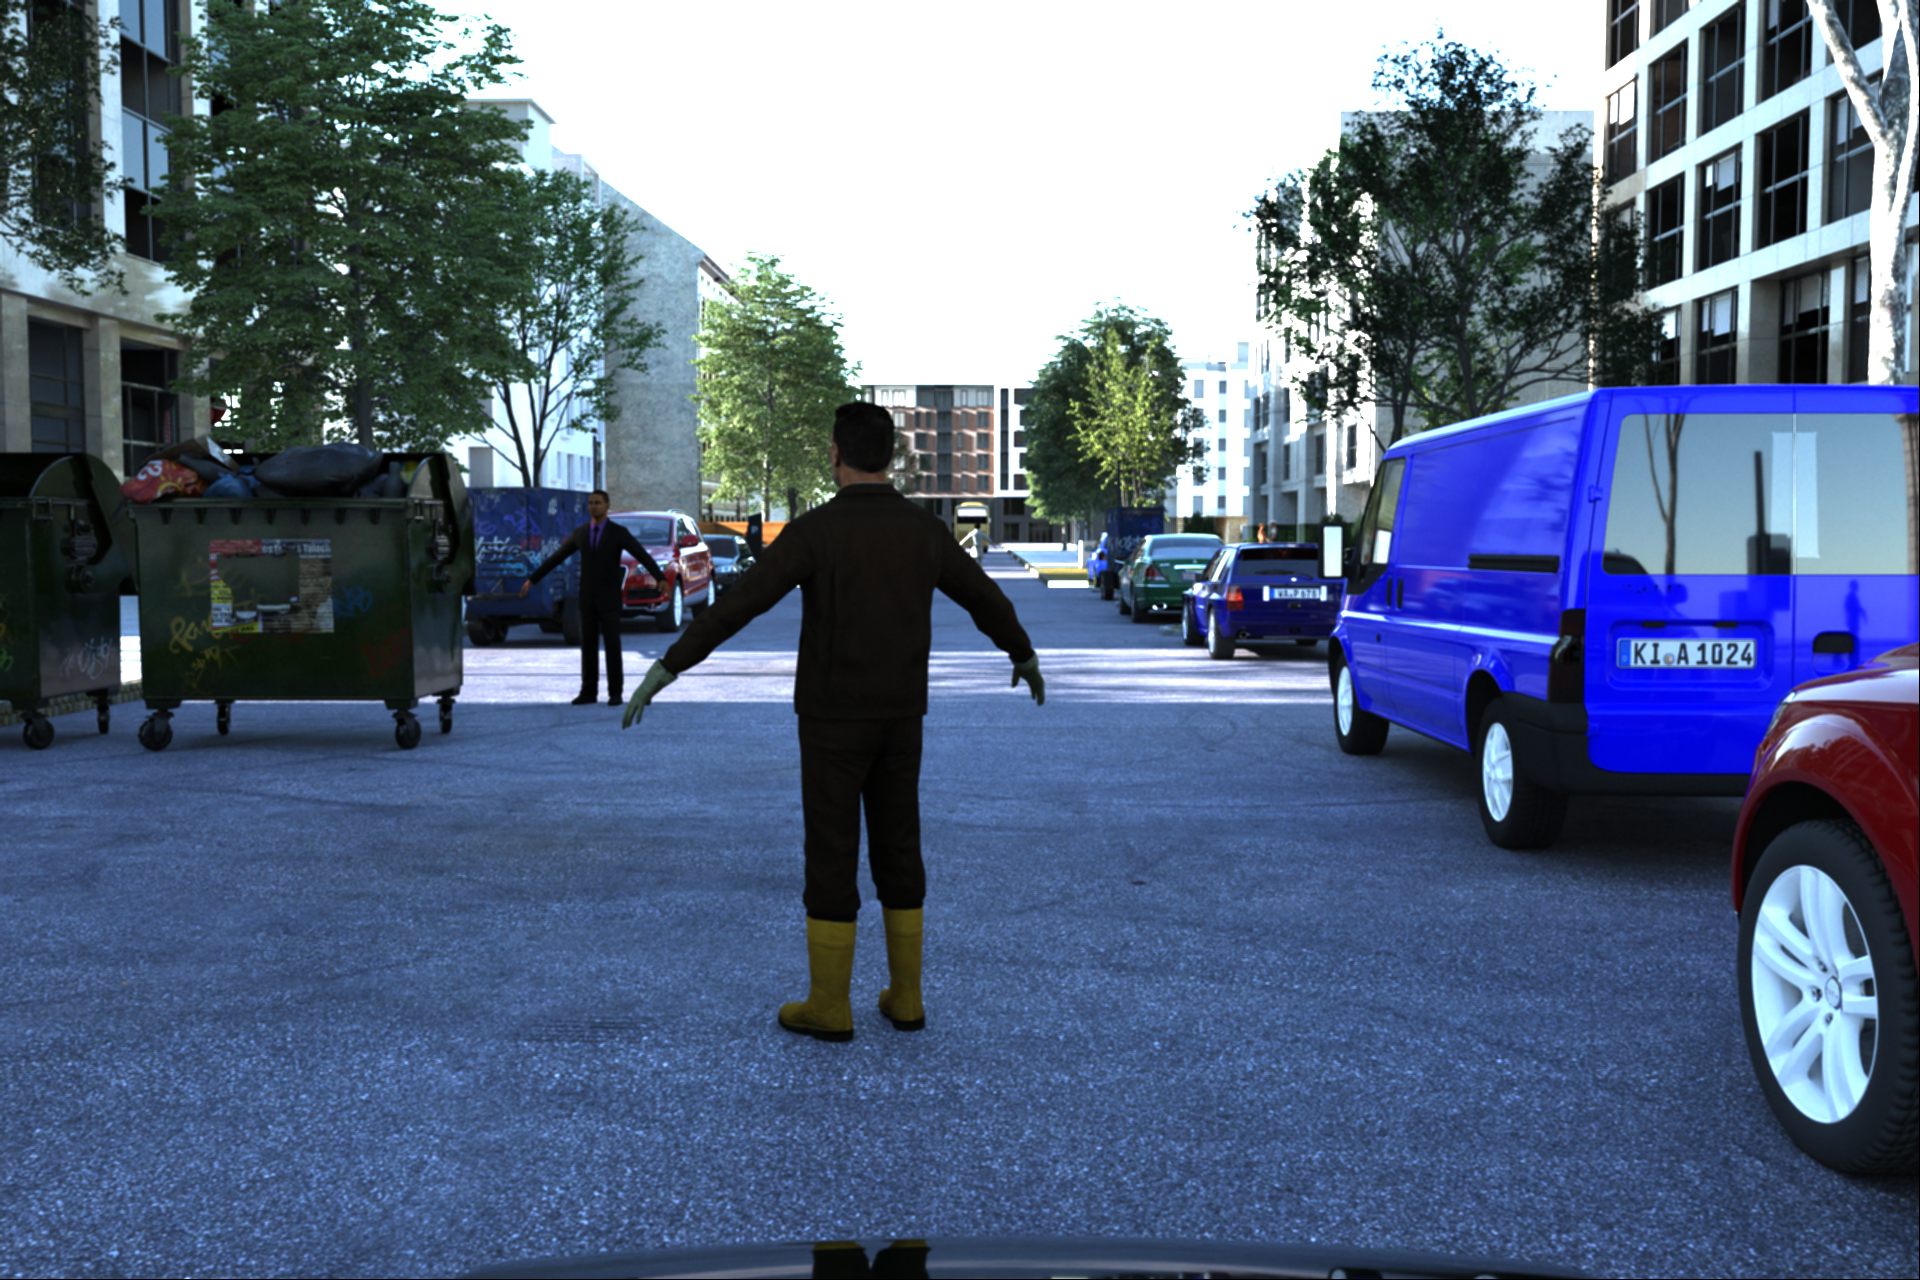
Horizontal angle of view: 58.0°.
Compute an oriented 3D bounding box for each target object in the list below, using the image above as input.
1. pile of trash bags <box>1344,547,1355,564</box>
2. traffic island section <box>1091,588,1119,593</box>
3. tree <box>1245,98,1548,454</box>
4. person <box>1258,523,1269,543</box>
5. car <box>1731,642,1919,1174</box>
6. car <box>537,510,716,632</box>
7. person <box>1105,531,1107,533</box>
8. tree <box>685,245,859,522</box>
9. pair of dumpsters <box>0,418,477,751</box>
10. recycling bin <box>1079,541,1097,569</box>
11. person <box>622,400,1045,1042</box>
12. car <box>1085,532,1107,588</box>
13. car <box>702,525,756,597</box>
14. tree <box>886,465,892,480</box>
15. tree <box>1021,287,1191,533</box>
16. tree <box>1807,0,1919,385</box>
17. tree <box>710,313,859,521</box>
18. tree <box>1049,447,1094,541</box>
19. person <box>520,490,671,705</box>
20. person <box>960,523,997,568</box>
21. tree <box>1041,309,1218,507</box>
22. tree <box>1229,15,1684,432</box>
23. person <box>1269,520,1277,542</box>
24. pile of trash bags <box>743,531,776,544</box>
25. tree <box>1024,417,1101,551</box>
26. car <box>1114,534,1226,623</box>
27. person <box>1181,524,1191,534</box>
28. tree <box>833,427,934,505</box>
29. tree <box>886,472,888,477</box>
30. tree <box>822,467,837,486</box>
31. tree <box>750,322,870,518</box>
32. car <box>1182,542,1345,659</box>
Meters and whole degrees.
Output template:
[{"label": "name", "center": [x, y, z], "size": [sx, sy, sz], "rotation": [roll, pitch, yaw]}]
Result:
[{"label": "pile of trash bags", "center": [7.732, -1.303, 31.057], "size": [1.912, 1.369, 3.447], "rotation": [0, 4, 1]}, {"label": "traffic island section", "center": [4.243, -1.217, 42.767], "size": [1.991, 0.108, 1.994], "rotation": [0, 4, 2]}, {"label": "tree", "center": [10.493, -7.089, 41.668], "size": [9.928, 11.665, 9.643], "rotation": [0, 3, 0]}, {"label": "person", "center": [12.870, -4.070, 73.344], "size": [0.721, 1.733, 1.217], "rotation": [2, 4, 26]}, {"label": "car", "center": [2.941, 0.390, 2.292], "size": [2.281, 1.827, 5.304], "rotation": [0, 4, 0]}, {"label": "car", "center": [-5.089, -1.116, 26.919], "size": [2.281, 1.827, 5.304], "rotation": [0, 4, 1]}, {"label": "person", "center": [6.462, -4.035, 75.239], "size": [0.599, 1.433, 0.991], "rotation": [3, 4, 36]}, {"label": "tree", "center": [-7.455, -9.208, 68.682], "size": [7.486, 12.596, 7.792], "rotation": [0, 3, 0]}, {"label": "pair of dumpsters", "center": [-5.705, -0.423, 11.873], "size": [4.436, 2.255, 1.574], "rotation": [0, 4, 1]}, {"label": "recycling bin", "center": [4.840, -3.188, 64.679], "size": [0.722, 1.027, 0.722], "rotation": [0, 3, 0]}, {"label": "person", "center": [-0.295, 0.220, 4.999], "size": [1.346, 1.812, 0.704], "rotation": [-2, 4, -29]}, {"label": "car", "center": [4.327, -2.246, 46.306], "size": [1.945, 1.707, 3.694], "rotation": [0, 4, 0]}, {"label": "car", "center": [-5.413, -1.693, 37.467], "size": [2.009, 1.686, 4.222], "rotation": [0, 4, 1]}, {"label": "tree", "center": [-7.143, -10.435, 120.969], "size": [4.737, 8.622, 4.395], "rotation": [0, 3, 0]}, {"label": "tree", "center": [7.893, -11.290, 91.241], "size": [9.857, 13.997, 8.962], "rotation": [0, 3, 0]}, {"label": "tree", "center": [8.540, -9.956, 18.668], "size": [12.611, 20.169, 13.585], "rotation": [0, 3, 0]}, {"label": "tree", "center": [-7.849, -9.462, 80.465], "size": [9.928, 11.665, 9.643], "rotation": [0, 3, 0]}, {"label": "tree", "center": [7.929, -9.518, 105.990], "size": [4.360, 8.622, 3.978], "rotation": [0, 3, 0]}, {"label": "person", "center": [-3.041, -0.361, 14.578], "size": [1.346, 1.802, 0.704], "rotation": [1, 4, 12]}, {"label": "person", "center": [0.566, -2.984, 57.439], "size": [1.347, 1.806, 0.705], "rotation": [0, 4, -7]}, {"label": "tree", "center": [7.314, -8.429, 72.230], "size": [7.601, 10.594, 8.767], "rotation": [2, 4, 24]}, {"label": "tree", "center": [9.380, -5.910, 31.047], "size": [8.767, 10.594, 7.601], "rotation": [-2, 4, -31]}, {"label": "person", "center": [12.422, -3.853, 68.846], "size": [0.705, 1.847, 1.347], "rotation": [1, 4, 12]}, {"label": "pile of trash bags", "center": [-5.844, -2.476, 50.236], "size": [1.912, 1.369, 3.447], "rotation": [0, 4, 1]}, {"label": "tree", "center": [8.511, -13.208, 134.073], "size": [7.486, 12.596, 7.792], "rotation": [0, 3, 0]}, {"label": "car", "center": [3.720, -1.076, 29.394], "size": [2.131, 1.459, 4.920], "rotation": [0, 4, 1]}, {"label": "person", "center": [10.869, -4.658, 82.291], "size": [1.348, 1.813, 0.705], "rotation": [-2, 4, -23]}, {"label": "tree", "center": [-6.641, -12.586, 140.191], "size": [8.767, 10.594, 7.601], "rotation": [-1, 4, -19]}, {"label": "tree", "center": [-7.433, -10.992, 130.077], "size": [4.737, 8.622, 4.395], "rotation": [0, 3, 0]}, {"label": "tree", "center": [-7.400, -10.000, 113.854], "size": [4.737, 8.622, 4.395], "rotation": [0, 3, 0]}, {"label": "tree", "center": [-8.009, -10.645, 92.166], "size": [7.486, 12.596, 7.792], "rotation": [0, 3, 0]}, {"label": "car", "center": [3.738, -0.523, 21.126], "size": [1.945, 1.354, 3.894], "rotation": [0, 4, 0]}]
